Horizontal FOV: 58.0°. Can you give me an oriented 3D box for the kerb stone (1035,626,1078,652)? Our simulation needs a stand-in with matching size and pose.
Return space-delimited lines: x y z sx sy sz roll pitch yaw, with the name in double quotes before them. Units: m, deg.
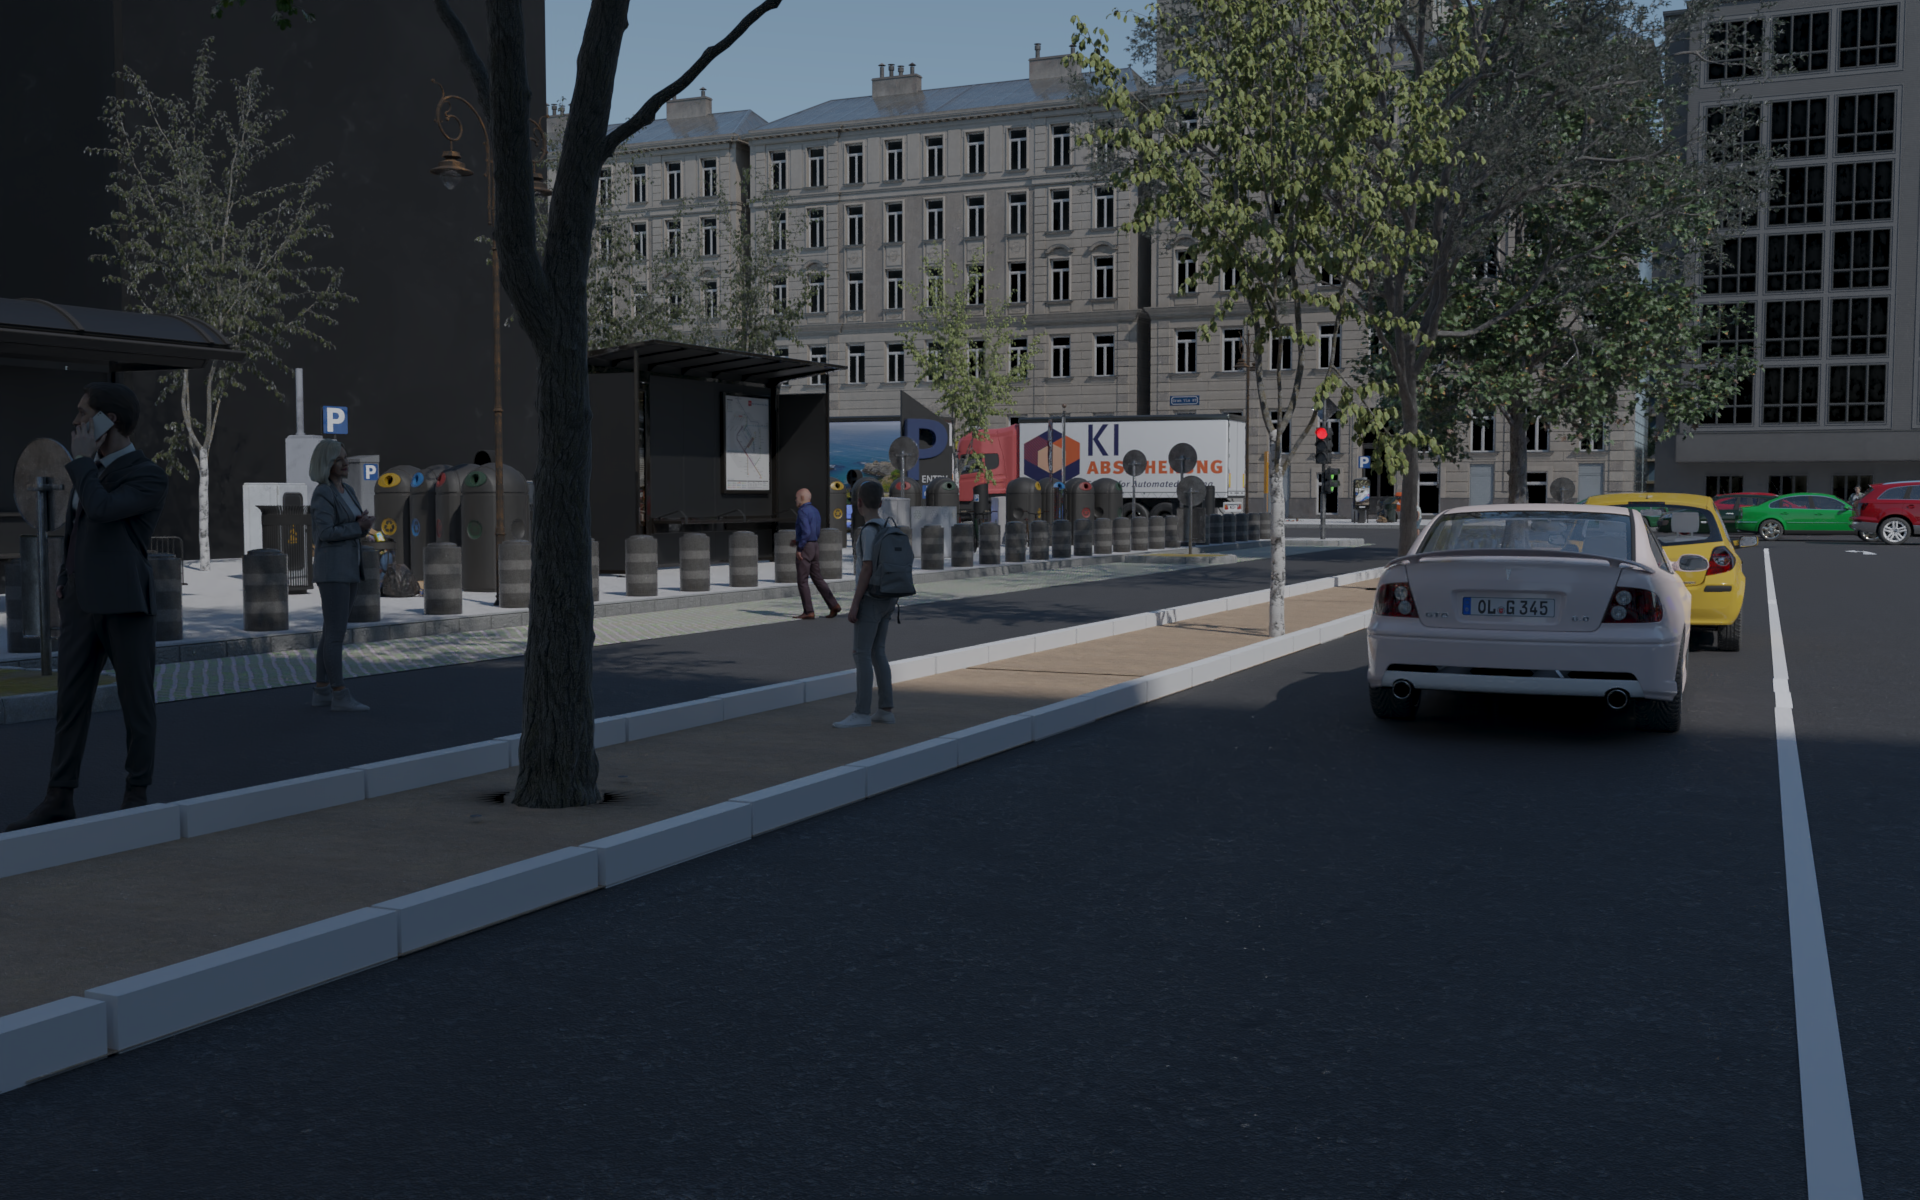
"kerb stone" 0.837 0.376 16.048 0.120 0.150 1.000 2 4 25

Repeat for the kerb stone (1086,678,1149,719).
"kerb stone" 1.012 0.658 11.437 0.120 0.150 1.000 2 4 25

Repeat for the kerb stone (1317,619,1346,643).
"kerb stone" 3.605 0.317 17.025 0.120 0.150 1.000 2 4 25

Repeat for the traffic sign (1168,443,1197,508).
"traffic sign" 5.500 -2.620 42.937 0.768 2.556 0.104 2 4 28

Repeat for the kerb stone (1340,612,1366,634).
"kerb stone" 4.024 0.261 17.967 0.120 0.150 1.000 2 4 25

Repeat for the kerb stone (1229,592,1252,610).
"kerb stone" 3.432 0.033 21.657 0.120 0.150 1.000 2 4 25

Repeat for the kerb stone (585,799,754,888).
"kerb stone" -1.131 0.946 6.766 0.120 0.150 1.000 2 4 25

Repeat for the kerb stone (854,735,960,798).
"kerb stone" -0.279 0.830 8.631 0.120 0.150 1.000 2 4 25

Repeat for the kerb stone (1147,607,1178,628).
"kerb stone" 2.132 0.204 18.856 0.120 0.150 1.000 2 4 25

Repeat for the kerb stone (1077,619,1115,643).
"kerb stone" 1.273 0.318 16.993 0.120 0.150 1.000 2 4 25

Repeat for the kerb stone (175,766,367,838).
"kerb stone" -3.039 0.895 7.641 0.120 0.150 1.000 2 4 25

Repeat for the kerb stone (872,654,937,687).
"kerb stone" -0.463 0.548 13.241 0.120 0.150 1.000 2 4 25

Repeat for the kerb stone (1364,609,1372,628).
"kerb stone" 4.465 0.202 18.898 0.120 0.150 1.000 2 4 25

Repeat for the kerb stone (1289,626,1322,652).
"kerb stone" 3.165 0.374 16.099 0.120 0.150 1.000 2 4 25

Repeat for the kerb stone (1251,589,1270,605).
"kerb stone" 3.861 -0.024 22.591 0.120 0.150 1.000 2 4 25

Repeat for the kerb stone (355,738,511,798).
"kerb stone" -2.609 0.836 8.572 0.120 0.150 1.000 2 4 25

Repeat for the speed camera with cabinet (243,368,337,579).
"speed camera with cabinet" -10.282 -1.977 26.659 0.660 3.252 2.038 0 4 5

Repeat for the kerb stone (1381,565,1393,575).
"kerb stone" 7.303 -0.480 30.044 0.120 0.150 1.000 2 4 25

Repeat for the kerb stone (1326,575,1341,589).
"kerb stone" 5.573 -0.252 26.319 0.120 0.150 1.000 2 4 25

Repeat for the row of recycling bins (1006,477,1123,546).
"row of recycling bins" 2.580 -2.201 43.102 3.534 1.692 1.069 -3 4 -38

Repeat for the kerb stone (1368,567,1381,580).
"kerb stone" 6.872 -0.422 29.111 0.120 0.150 1.000 2 4 25

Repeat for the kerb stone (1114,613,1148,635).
"kerb stone" 1.705 0.261 17.923 0.120 0.150 1.000 2 4 25

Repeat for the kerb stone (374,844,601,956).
"kerb stone" -1.575 1.003 5.841 0.120 0.150 1.000 2 4 25

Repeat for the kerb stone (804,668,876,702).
"kerb stone" -0.896 0.605 12.305 0.120 0.150 1.000 2 4 25

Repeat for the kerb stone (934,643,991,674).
"kerb stone" -0.026 0.490 14.182 0.120 0.150 1.000 2 4 25

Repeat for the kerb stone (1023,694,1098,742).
"kerb stone" 0.589 0.715 10.499 0.120 0.150 1.000 2 4 25

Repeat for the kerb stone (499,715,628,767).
"kerb stone" -2.184 0.776 9.511 0.120 0.150 1.000 2 4 25

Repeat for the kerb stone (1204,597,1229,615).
"kerb stone" 2.985 0.093 20.727 0.120 0.150 1.000 2 4 25

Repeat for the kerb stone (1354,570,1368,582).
"kerb stone" 6.436 -0.365 28.182 0.120 0.150 1.000 2 4 25

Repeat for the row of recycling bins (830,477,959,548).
"row of recycling bins" -1.788 -2.100 41.443 3.534 1.692 1.069 0 4 -4

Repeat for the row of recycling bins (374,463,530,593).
"row of recycling bins" -7.032 -1.030 23.955 1.069 1.692 3.534 -3 5 -42

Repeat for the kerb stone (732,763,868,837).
"kerb stone" -0.708 0.887 7.700 0.120 0.150 1.000 2 4 25

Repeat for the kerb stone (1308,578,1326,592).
"kerb stone" 5.150 -0.195 25.385 0.120 0.150 1.000 2 4 25

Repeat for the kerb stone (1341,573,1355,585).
"kerb stone" 6.008 -0.306 27.250 0.120 0.150 1.000 2 4 25

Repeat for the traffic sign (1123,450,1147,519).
"traffic sign" 4.982 -3.028 49.618 0.768 2.556 0.104 2 4 31

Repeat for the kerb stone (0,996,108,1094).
"kerb stone" -2.432 1.120 3.972 0.120 0.150 1.000 2 4 25

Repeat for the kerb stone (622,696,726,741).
"kerb stone" -1.750 0.722 10.440 0.120 0.150 1.000 2 4 25

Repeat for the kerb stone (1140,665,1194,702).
"kerb stone" 1.445 0.601 12.366 0.120 0.150 1.000 2 4 25

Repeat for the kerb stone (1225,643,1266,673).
"kerb stone" 2.306 0.487 14.232 0.120 0.150 1.000 2 4 25

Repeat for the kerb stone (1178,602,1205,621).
"kerb stone" 2.561 0.149 19.791 0.120 0.150 1.000 2 4 25

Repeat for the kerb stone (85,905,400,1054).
"kerb stone" -1.997 1.058 4.904 0.120 0.150 1.000 2 4 25

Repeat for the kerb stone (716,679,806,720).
"kerb stone" -1.330 0.662 11.375 0.120 0.150 1.000 2 4 25

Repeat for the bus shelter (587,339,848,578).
"bus shelter" -4.124 -2.337 29.492 1.731 3.624 6.357 2 4 25

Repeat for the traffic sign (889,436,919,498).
"traffic sign" -1.264 -2.334 38.271 0.768 2.556 0.104 2 4 29

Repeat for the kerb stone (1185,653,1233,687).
"kerb stone" 1.879 0.545 13.300 0.120 0.150 1.000 2 4 25

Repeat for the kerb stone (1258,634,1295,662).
"kerb stone" 2.733 0.430 15.165 0.120 0.150 1.000 2 4 25

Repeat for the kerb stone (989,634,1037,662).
"kerb stone" 0.401 0.433 15.120 0.120 0.150 1.000 2 4 25

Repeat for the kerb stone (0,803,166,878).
"kerb stone" -3.482 0.947 6.716 0.120 0.150 1.000 2 4 25

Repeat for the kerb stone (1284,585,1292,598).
"kerb stone" 4.286 -0.081 23.524 0.120 0.150 1.000 2 4 25

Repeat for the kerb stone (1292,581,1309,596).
"kerb stone" 4.718 -0.136 24.455 0.120 0.150 1.000 2 4 25

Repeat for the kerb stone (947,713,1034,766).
"kerb stone" 0.149 0.772 9.571 0.120 0.150 1.000 2 4 25

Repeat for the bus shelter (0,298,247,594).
"bus shelter" -10.032 -1.430 17.302 2.014 3.302 5.546 2 4 25
